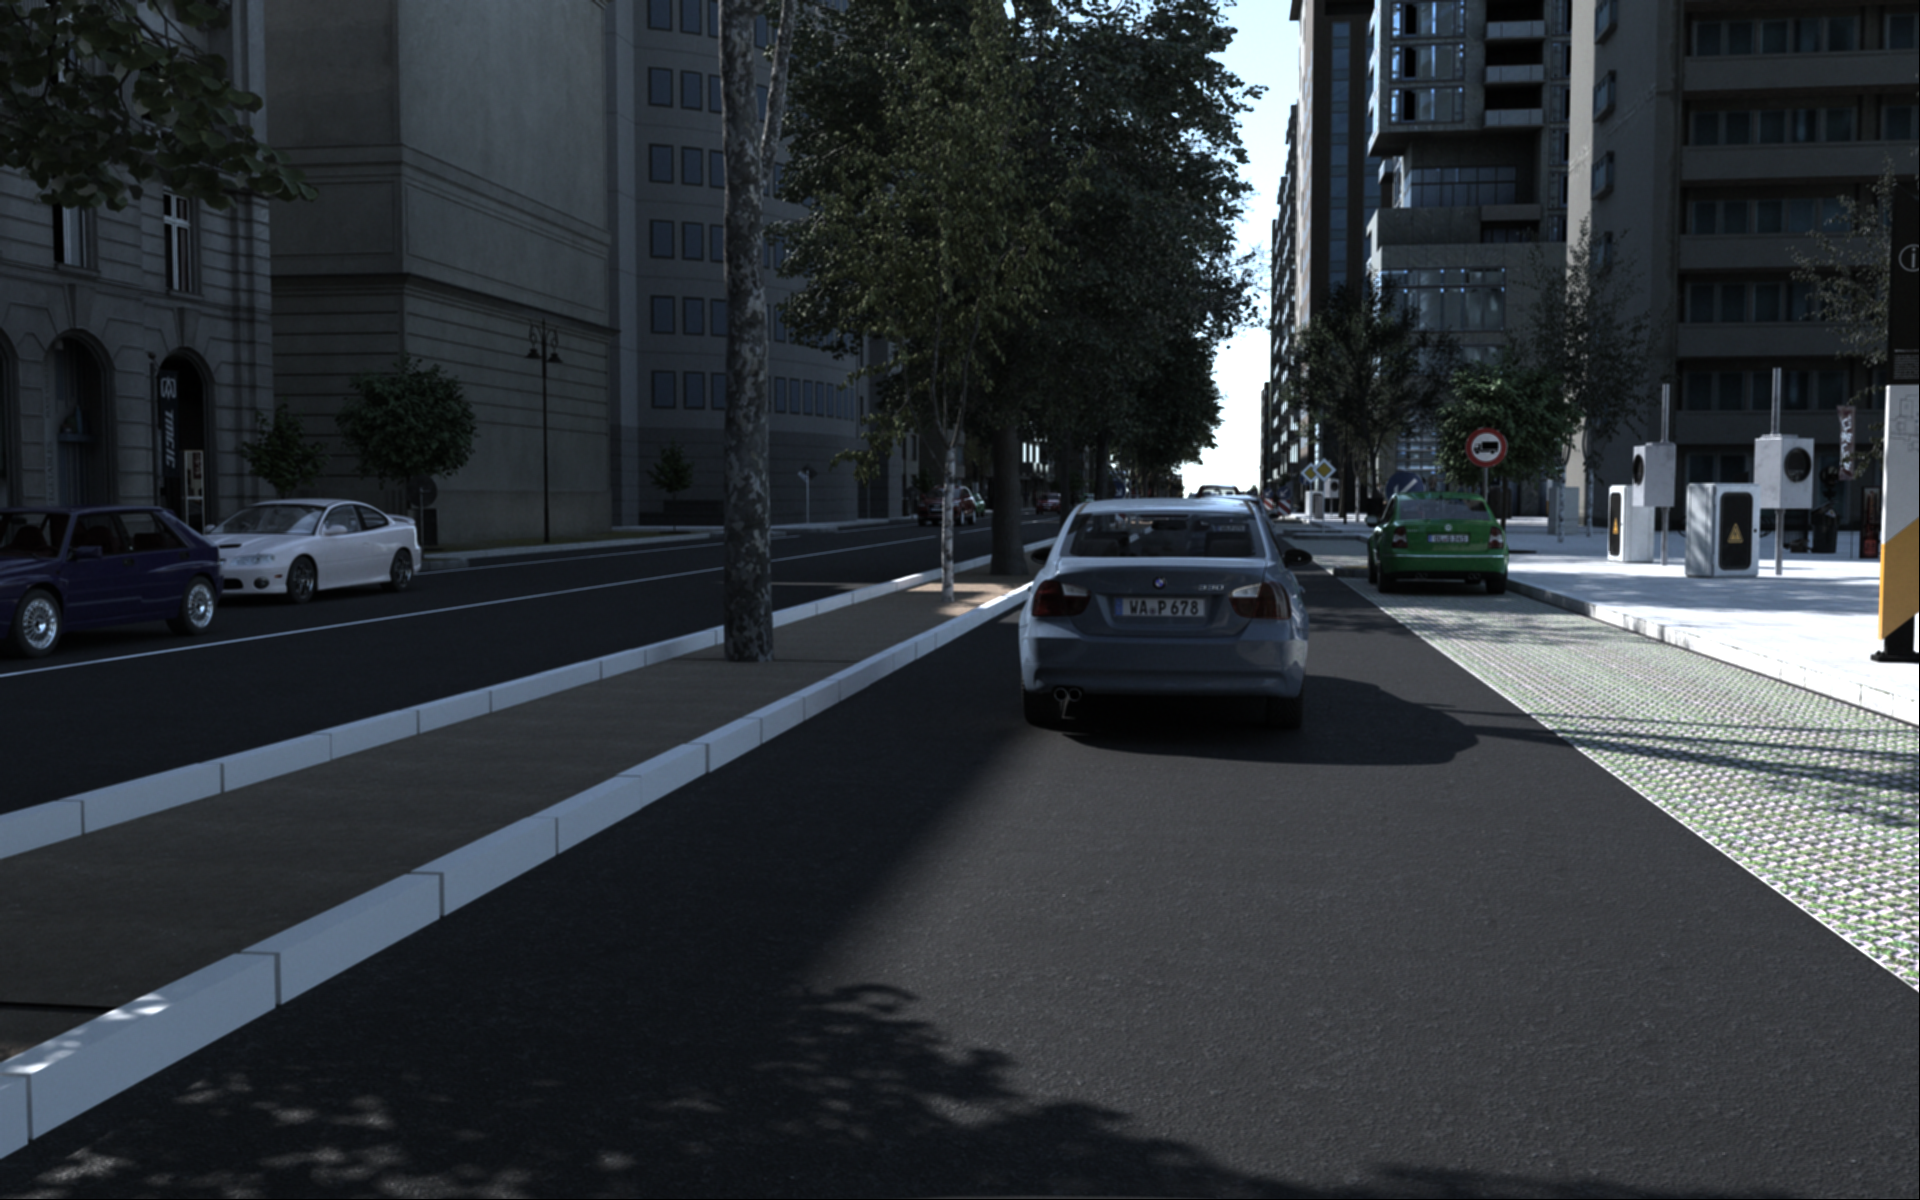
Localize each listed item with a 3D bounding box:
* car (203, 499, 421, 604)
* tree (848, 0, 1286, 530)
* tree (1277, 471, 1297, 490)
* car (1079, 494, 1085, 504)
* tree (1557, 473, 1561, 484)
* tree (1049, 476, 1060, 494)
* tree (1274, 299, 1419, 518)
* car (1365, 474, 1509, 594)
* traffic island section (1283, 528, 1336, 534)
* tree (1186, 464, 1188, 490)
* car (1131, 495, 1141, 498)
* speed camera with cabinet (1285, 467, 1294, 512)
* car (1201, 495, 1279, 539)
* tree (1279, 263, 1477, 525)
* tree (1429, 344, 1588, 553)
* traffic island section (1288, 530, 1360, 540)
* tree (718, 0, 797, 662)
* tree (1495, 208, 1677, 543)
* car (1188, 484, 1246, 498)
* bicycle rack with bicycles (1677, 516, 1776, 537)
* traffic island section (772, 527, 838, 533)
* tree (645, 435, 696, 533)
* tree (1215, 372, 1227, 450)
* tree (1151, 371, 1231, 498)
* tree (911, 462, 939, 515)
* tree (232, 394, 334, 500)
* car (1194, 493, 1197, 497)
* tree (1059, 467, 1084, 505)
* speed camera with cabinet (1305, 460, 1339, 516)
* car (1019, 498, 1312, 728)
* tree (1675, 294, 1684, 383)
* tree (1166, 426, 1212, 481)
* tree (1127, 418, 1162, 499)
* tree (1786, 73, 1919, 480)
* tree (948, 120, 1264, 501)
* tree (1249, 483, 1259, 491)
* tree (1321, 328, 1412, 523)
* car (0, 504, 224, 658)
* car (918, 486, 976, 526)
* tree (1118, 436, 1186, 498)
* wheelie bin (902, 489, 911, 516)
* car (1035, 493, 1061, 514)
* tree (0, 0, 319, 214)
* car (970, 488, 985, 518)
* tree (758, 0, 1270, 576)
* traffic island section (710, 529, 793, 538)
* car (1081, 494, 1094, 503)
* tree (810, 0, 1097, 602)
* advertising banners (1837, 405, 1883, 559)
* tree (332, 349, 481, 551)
[{"bbox_3d":[-9.264,-0.724,24.198,2.083,1.381,4.827,1,4,9],"label":"car"},{"bbox_3d":[2.534,-7.875,41.581,12.009,13.543,11.850,0,3,0],"label":"tree"},{"bbox_3d":[26.882,-9.043,142.447,1.663,3.219,1.824,0,3,0],"label":"tree"},{"bbox_3d":[15.071,-11.928,203.818,1.959,1.807,4.718,1,4,9],"label":"car"},{"bbox_3d":[28.933,-5.346,82.010,1.663,3.219,1.824,0,3,0],"label":"tree"},{"bbox_3d":[11.293,-12.230,194.563,1.663,3.219,1.824,0,3,0],"label":"tree"},{"bbox_3d":[20.388,-10.159,91.859,9.928,11.665,9.643,0,3,0],"label":"tree"},{"bbox_3d":[7.156,-1.064,26.190,1.959,1.807,4.718,1,4,10],"label":"car"},{"bbox_3d":[12.808,-2.497,63.103,2.009,0.180,2.903,1,4,9],"label":"traffic island section"},{"bbox_3d":[16.435,-11.236,136.535,4.360,8.622,3.978,0,3,0],"label":"tree"},{"bbox_3d":[16.668,-9.220,163.324,1.945,1.354,3.894,0,4,7],"label":"car"},{"bbox_3d":[24.116,-8.100,126.776,0.660,3.252,2.038,1,4,12],"label":"speed camera with cabinet"},{"bbox_3d":[5.437,-1.403,34.946,2.014,1.417,4.499,1,4,8],"label":"car"},{"bbox_3d":[16.744,-8.247,69.257,8.767,10.594,7.601,1,4,20],"label":"tree"},{"bbox_3d":[11.916,-3.312,37.870,4.285,4.588,4.351,0,3,0],"label":"tree"},{"bbox_3d":[11.623,-2.014,55.206,2.009,0.180,2.903,1,4,9],"label":"traffic island section"},{"bbox_3d":[-0.737,-9.472,13.220,12.611,20.169,13.585,0,3,0],"label":"tree"},{"bbox_3d":[16.028,-5.834,45.740,4.360,8.622,3.978,0,3,0],"label":"tree"},{"bbox_3d":[10.214,-3.669,68.655,2.281,1.827,5.304,0,4,7],"label":"car"},{"bbox_3d":[22.829,-2.322,51.348,2.925,0.926,2.852,1,4,11],"label":"bicycle rack with bicycles"},{"bbox_3d":[-5.825,-2.667,65.893,2.009,0.180,2.903,1,4,9],"label":"traffic island section"},{"bbox_3d":[-9.536,-3.816,56.991,1.663,3.219,1.824,0,3,0],"label":"tree"},{"bbox_3d":[11.705,-11.062,101.448,7.486,12.596,7.792,0,3,0],"label":"tree"},{"bbox_3d":[10.412,-9.610,93.988,8.767,10.594,7.601,1,4,9],"label":"tree"},{"bbox_3d":[-2.244,-6.787,105.566,1.663,3.219,1.824,0,3,0],"label":"tree"},{"bbox_3d":[-12.997,-2.387,33.633,1.663,3.219,1.824,0,3,0],"label":"tree"},{"bbox_3d":[11.695,-4.474,82.747,1.945,1.707,3.694,1,4,10],"label":"car"},{"bbox_3d":[13.725,-14.228,216.338,4.285,4.588,4.351,0,3,0],"label":"tree"},{"bbox_3d":[21.042,-6.500,100.612,2.038,3.252,0.660,-2,4,-27],"label":"speed camera with cabinet"},{"bbox_3d":[1.441,0.000,11.995,2.014,1.417,4.499,1,4,8],"label":"car"},{"bbox_3d":[19.014,-6.179,51.397,4.360,8.622,3.978,0,3,0],"label":"tree"},{"bbox_3d":[15.202,-12.280,128.984,9.928,11.665,9.643,0,3,0],"label":"tree"},{"bbox_3d":[7.161,-7.376,73.421,4.737,8.622,4.395,0,3,0],"label":"tree"},{"bbox_3d":[16.706,-4.840,29.500,4.360,8.622,3.978,0,3,0],"label":"tree"},{"bbox_3d":[4.299,-8.128,52.353,9.611,12.733,9.660,0,3,0],"label":"tree"},{"bbox_3d":[47.725,-17.564,281.766,1.663,3.219,1.824,0,3,0],"label":"tree"},{"bbox_3d":[18.030,-7.759,77.220,4.360,8.622,3.978,0,3,0],"label":"tree"},{"bbox_3d":[-8.719,-0.234,16.409,1.945,1.354,3.894,0,4,8],"label":"car"},{"bbox_3d":[-0.568,-4.333,79.519,2.281,1.827,5.304,1,4,10],"label":"car"},{"bbox_3d":[8.088,-7.700,78.714,4.360,8.622,3.978,0,3,0],"label":"tree"},{"bbox_3d":[-3.251,-5.589,99.283,0.980,1.594,0.693,-1,4,-9],"label":"wheelie bin"},{"bbox_3d":[6.508,-7.069,124.623,2.155,1.783,4.494,1,4,9],"label":"car"},{"bbox_3d":[-3.392,-5.078,3.607,7.486,12.596,7.792,0,3,0],"label":"tree"},{"bbox_3d":[0.483,-5.964,106.314,1.959,1.807,4.718,0,4,7],"label":"car"},{"bbox_3d":[0.858,-7.395,30.027,9.857,13.997,8.962,0,3,0],"label":"tree"},{"bbox_3d":[-7.010,-2.184,57.996,2.009,0.180,2.903,1,4,9],"label":"traffic island section"},{"bbox_3d":[12.631,-9.624,166.148,1.959,1.807,4.718,0,4,7],"label":"car"},{"bbox_3d":[-0.168,-4.285,22.878,4.737,8.622,4.395,0,3,0],"label":"tree"},{"bbox_3d":[18.138,-2.339,34.429,2.074,3.025,0.090,-1,4,-22],"label":"advertising banners"},{"bbox_3d":[-12.531,-3.404,39.364,4.285,4.588,4.351,0,3,0],"label":"tree"}]
